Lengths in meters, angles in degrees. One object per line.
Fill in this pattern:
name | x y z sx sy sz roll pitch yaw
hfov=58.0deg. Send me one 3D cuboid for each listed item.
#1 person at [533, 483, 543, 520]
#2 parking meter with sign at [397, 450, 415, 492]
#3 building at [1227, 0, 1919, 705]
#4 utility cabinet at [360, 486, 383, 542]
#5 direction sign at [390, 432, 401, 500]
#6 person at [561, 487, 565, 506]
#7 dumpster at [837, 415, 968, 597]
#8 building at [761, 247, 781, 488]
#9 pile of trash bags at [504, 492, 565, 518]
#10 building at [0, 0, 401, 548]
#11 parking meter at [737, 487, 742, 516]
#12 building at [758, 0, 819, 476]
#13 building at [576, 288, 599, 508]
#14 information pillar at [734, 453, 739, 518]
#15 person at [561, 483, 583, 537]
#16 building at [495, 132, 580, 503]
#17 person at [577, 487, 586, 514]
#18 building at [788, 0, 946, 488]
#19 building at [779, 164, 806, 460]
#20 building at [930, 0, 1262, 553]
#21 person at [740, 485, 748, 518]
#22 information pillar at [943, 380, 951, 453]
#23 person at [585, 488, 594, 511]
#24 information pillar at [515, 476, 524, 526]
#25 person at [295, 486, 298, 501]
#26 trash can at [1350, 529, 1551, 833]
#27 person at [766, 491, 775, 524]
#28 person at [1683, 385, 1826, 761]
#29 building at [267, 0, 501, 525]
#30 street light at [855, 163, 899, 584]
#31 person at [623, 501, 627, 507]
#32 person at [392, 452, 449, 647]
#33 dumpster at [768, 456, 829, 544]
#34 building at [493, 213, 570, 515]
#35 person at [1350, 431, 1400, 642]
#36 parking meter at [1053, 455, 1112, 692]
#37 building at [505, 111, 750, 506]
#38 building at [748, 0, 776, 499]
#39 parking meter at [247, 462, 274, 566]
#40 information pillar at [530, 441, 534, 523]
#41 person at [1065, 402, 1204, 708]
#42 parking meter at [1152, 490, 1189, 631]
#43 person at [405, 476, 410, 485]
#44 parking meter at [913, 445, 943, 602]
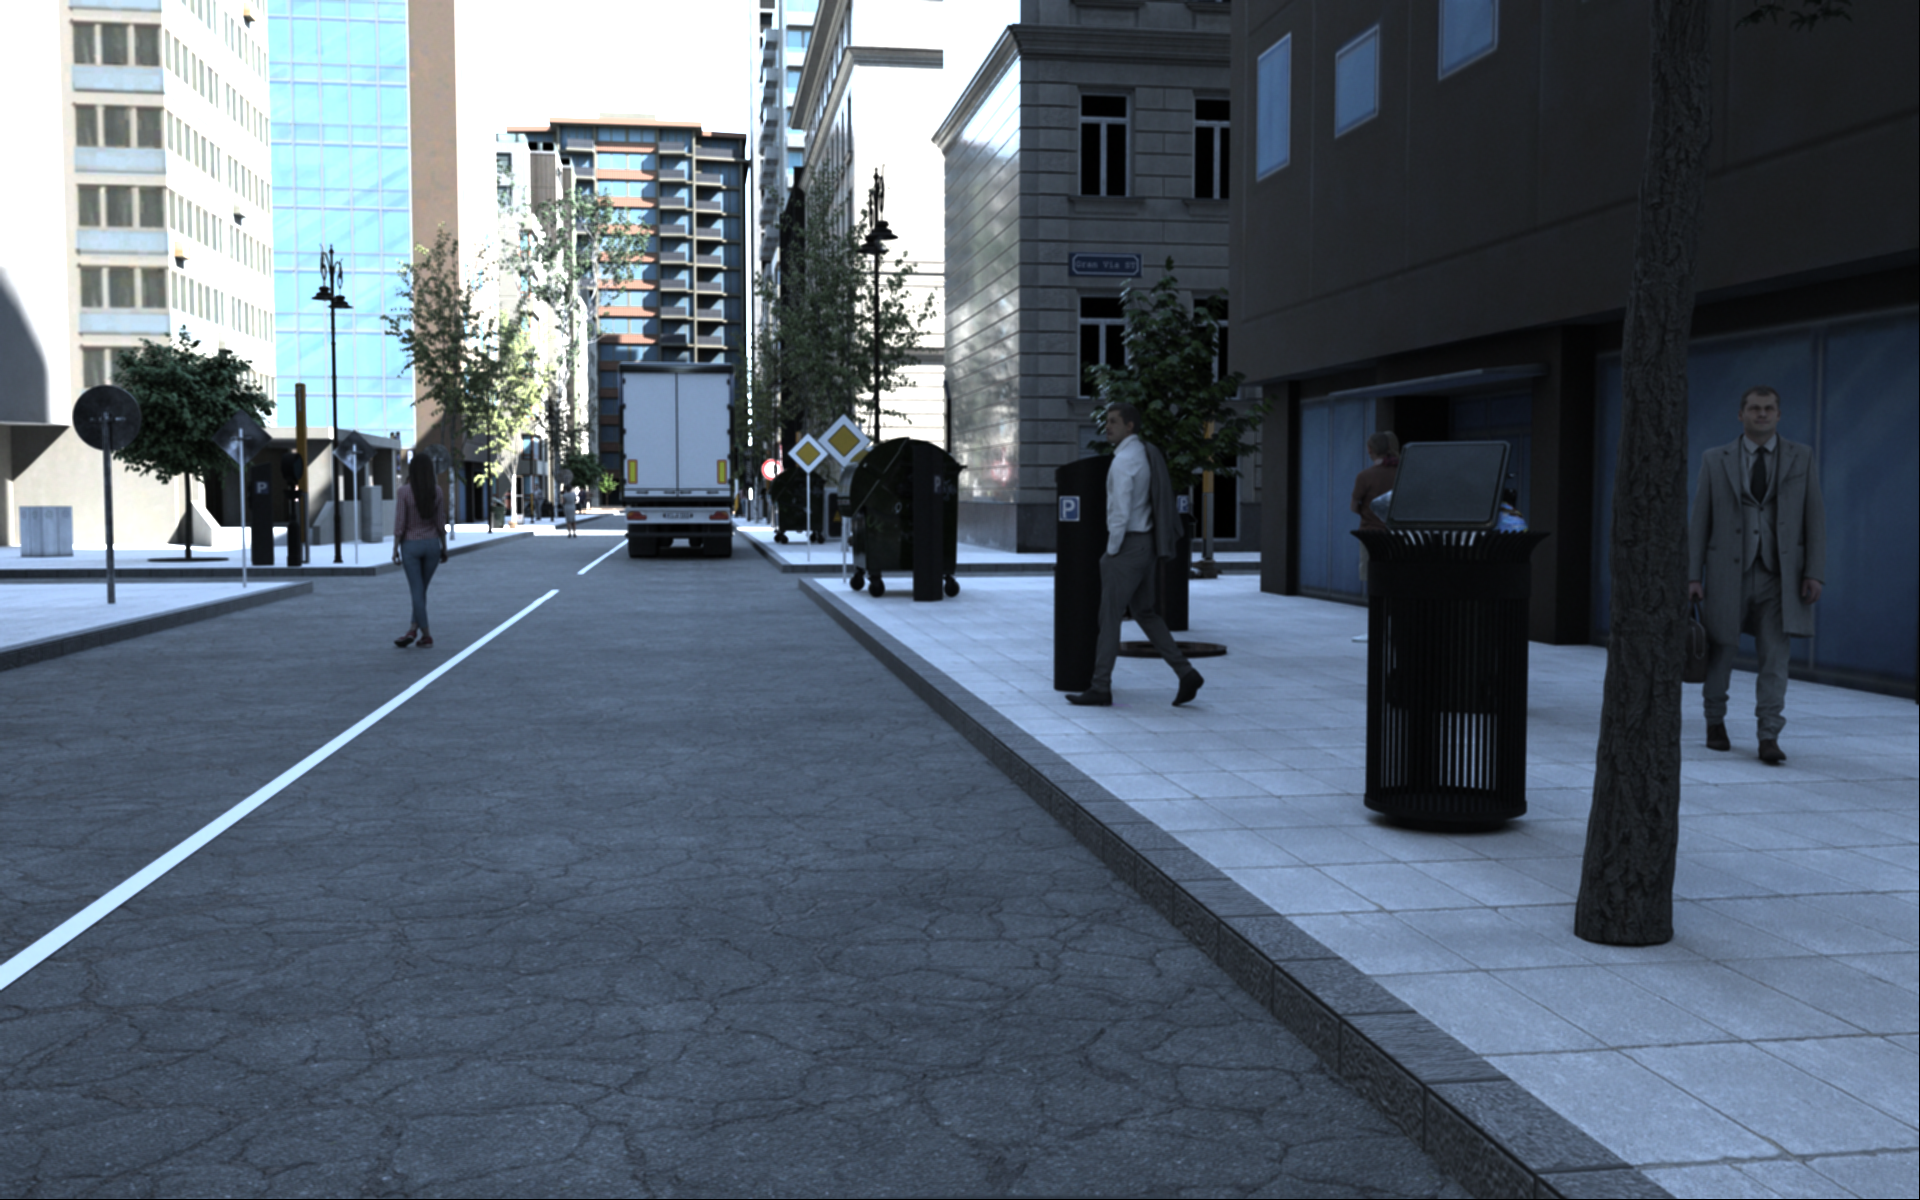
person | -20.819 -4.827 85.156 0.606 1.804 0.583 0 4 6
parking meter with sign | -22.452 -4.414 68.422 1.738 3.016 0.543 -3 5 -40
building | 11.441 -22.366 15.792 14.600 45.320 14.200 -1 4 -9
utility cabinet | -15.552 -2.266 45.736 0.318 1.500 1.173 -2 4 -31
direction sign | -20.591 -4.357 63.239 0.379 3.537 0.876 -3 5 -40
person | -26.440 -6.701 115.572 1.348 1.831 0.705 1 4 16
dumpster | -0.749 -1.209 22.254 1.502 2.255 1.985 -1 4 -9
building | -1.297 -17.904 137.774 27.650 21.520 28.899 -1 4 -9
pile of trash bags | -23.252 -5.171 94.291 1.912 1.369 3.447 3 5 42
building | -32.910 -21.679 46.337 32.217 40.220 23.993 -1 4 -9
parking meter | -13.163 -5.973 103.377 0.399 1.863 0.255 0 4 7
building | -7.734 -33.413 165.917 23.786 49.044 30.456 -1 4 -9
building | -49.392 -19.388 162.041 28.899 21.520 27.650 -1 4 -9
information pillar | -12.204 -6.314 94.589 0.183 3.616 0.504 -2 4 -27
person | -12.828 -2.958 57.222 0.716 1.782 0.532 -2 4 -28
building | -38.771 -22.590 141.043 14.160 30.474 14.107 -1 4 -9
person | -23.758 -6.226 108.756 0.541 1.710 0.530 -1 4 -9
building | 1.155 -14.983 78.258 16.112 22.955 30.059 -1 4 -9
building | -3.893 -16.573 100.644 12.332 23.373 15.834 -1 4 -9
building | 12.348 -15.089 43.969 25.104 27.353 12.463 -1 4 -9
person | -11.684 -5.387 94.134 0.555 1.821 0.388 -1 4 -18
information pillar | -0.265 -2.698 35.459 0.183 3.616 0.504 -1 4 -9
person | -28.330 -7.694 132.368 0.617 1.759 0.750 1 4 13
information pillar | -17.864 -4.023 70.265 0.304 2.012 0.304 0 4 -8
person | -23.698 -3.394 62.129 0.643 1.750 0.593 -3 5 -41
trash can | 1.892 0.301 6.735 0.748 1.137 0.748 0 3 0
person | -8.029 -4.175 74.403 0.635 1.810 0.391 0 4 -7
person | 3.848 -0.142 8.459 0.694 1.812 0.767 1 4 20
building | -28.489 -26.080 76.511 14.600 45.320 14.200 -1 4 -9
street light | -1.184 -3.173 24.663 0.468 5.910 1.993 -1 4 -9
person | -33.309 -10.151 172.016 0.705 1.823 1.348 2 4 31
person | -5.044 -0.473 16.235 0.388 1.821 0.555 3 4 39
dumpster | -4.223 -2.614 45.227 1.502 2.255 1.985 -1 4 -9
building | -42.084 -16.762 119.098 27.650 21.520 28.899 -1 4 -9
person | 3.691 -0.554 15.083 0.573 1.828 0.580 1 4 14
parking meter | 0.804 -0.179 11.346 0.372 1.533 0.369 0 3 0
building | -39.041 -33.445 201.446 28.867 44.769 22.147 -1 4 -9
building | -14.154 -46.809 203.580 20.611 71.187 20.563 -1 4 -9
parking meter | -12.571 -1.554 31.123 0.399 1.863 0.255 -2 4 -30
information pillar | -18.873 -5.196 76.306 0.183 3.616 0.504 -1 4 -13
person | 1.064 -0.264 10.463 0.850 1.850 0.679 1 4 22
parking meter | 1.971 -0.484 16.323 0.372 1.533 0.369 0 3 0
person | -15.540 -2.614 48.881 0.616 1.811 0.778 -1 4 -15
parking meter | -0.380 -0.923 20.810 0.255 1.863 0.399 2 4 23
